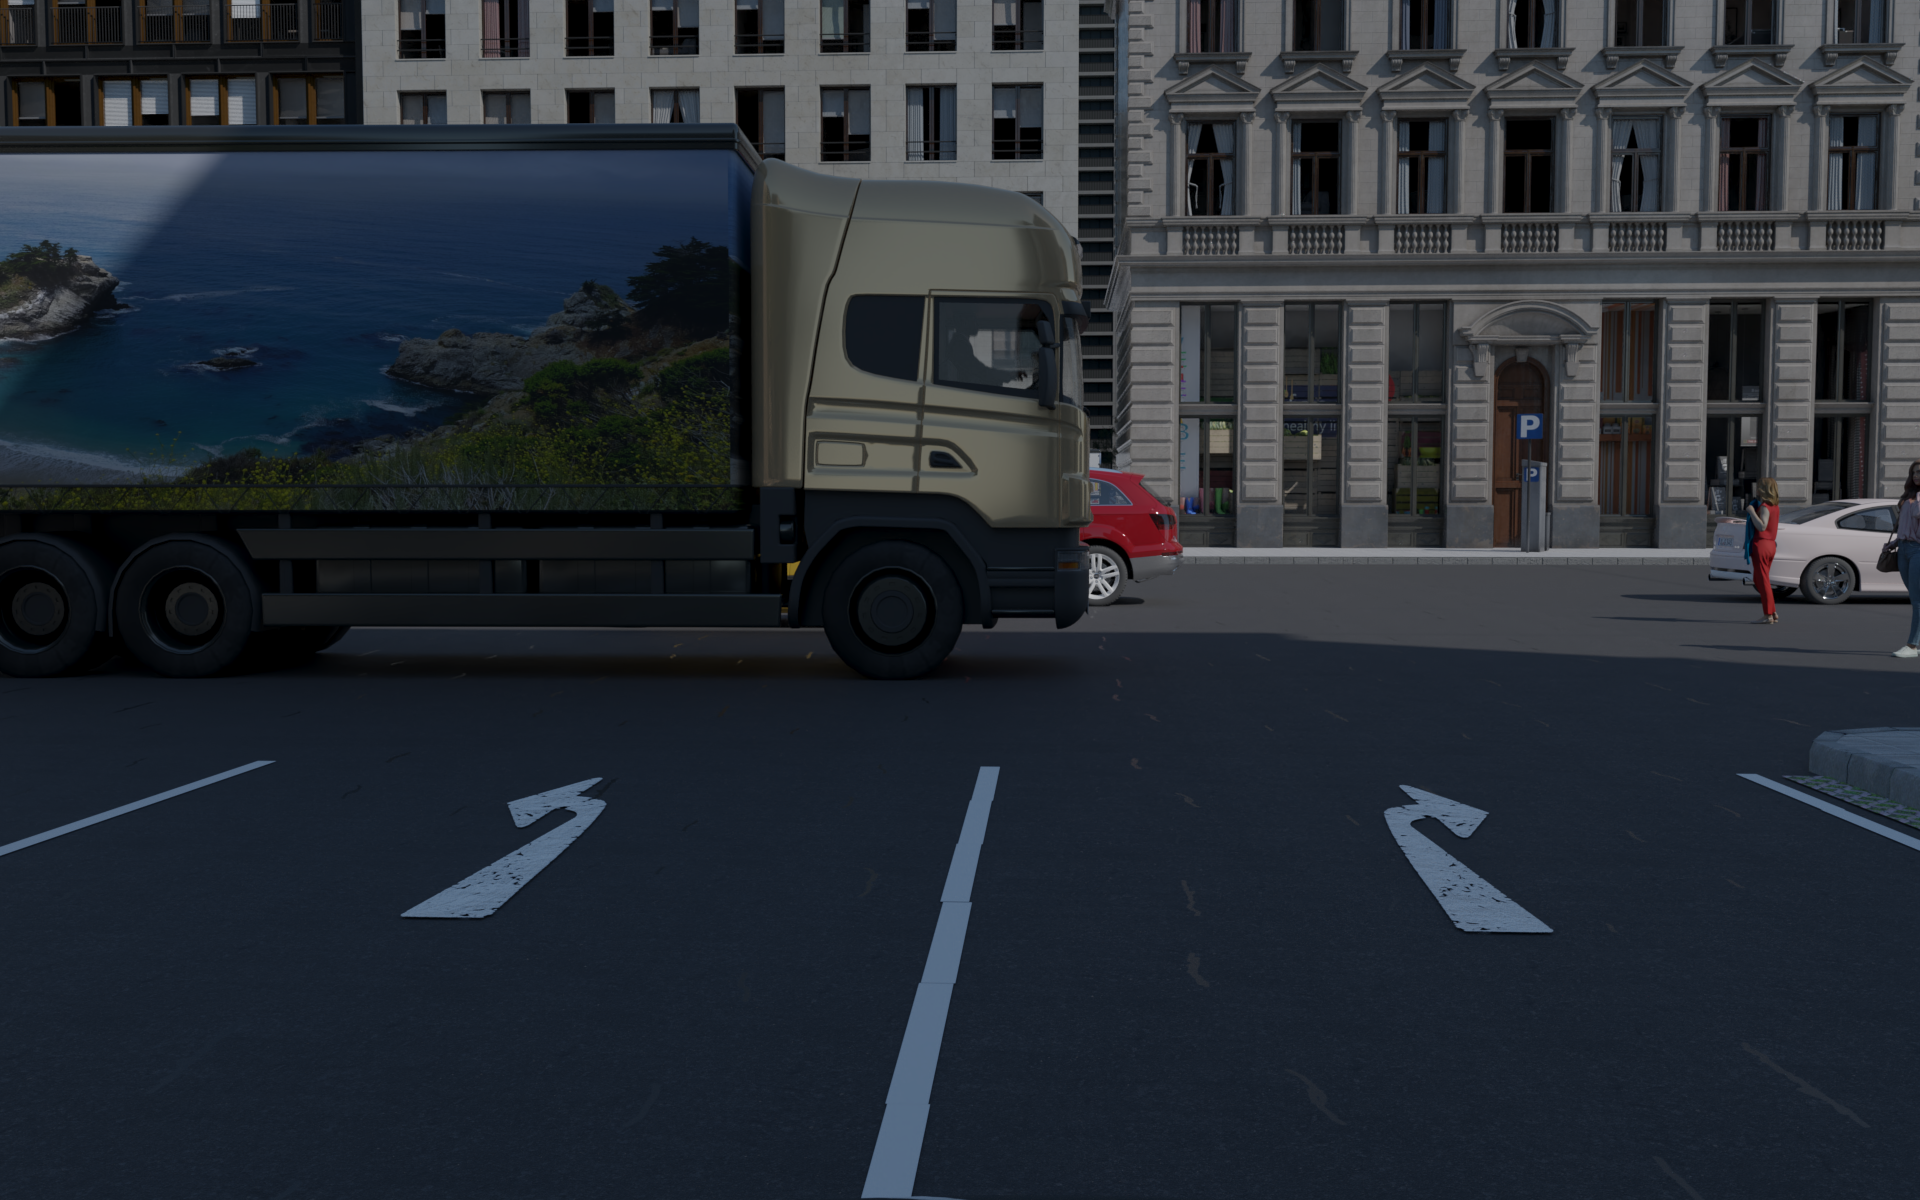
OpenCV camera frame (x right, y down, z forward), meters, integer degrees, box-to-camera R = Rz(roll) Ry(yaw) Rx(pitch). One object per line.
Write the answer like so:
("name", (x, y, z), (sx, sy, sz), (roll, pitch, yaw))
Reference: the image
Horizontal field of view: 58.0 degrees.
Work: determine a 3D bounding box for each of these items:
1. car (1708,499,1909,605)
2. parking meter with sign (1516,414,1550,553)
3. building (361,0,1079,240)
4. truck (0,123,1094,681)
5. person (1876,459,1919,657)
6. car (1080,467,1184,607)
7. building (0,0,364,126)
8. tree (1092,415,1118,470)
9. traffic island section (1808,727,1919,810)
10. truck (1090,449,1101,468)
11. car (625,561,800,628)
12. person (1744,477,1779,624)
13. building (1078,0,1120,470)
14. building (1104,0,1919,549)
("car", (12.622, -0.662, 23.182), (4.827, 1.381, 2.083), (0, 4, 3))
("parking meter with sign", (12.760, -2.578, 38.419), (0.543, 3.016, 1.738), (2, 4, 27))
("building", (-5.366, -11.667, 45.515), (16.860, 20.320, 10.420), (0, 4, 3))
("truck", (-3.902, -1.558, 14.381), (11.283, 4.237, 2.839), (0, 4, 1))
("person", (8.497, -0.380, 15.303), (0.643, 1.750, 0.593), (0, 4, -8))
("car", (0.306, -0.881, 23.082), (5.304, 1.827, 2.281), (0, 4, 4))
("building", (-21.658, -13.329, 47.610), (15.834, 23.373, 12.332), (0, 4, 3))
("tree", (16.425, -14.238, 167.197), (8.767, 10.594, 7.601), (1, 4, 15))
("traffic island section", (5.337, 0.871, 8.037), (2.009, 0.180, 2.903), (0, 4, 3))
("truck", (7.955, -7.653, 114.047), (2.839, 4.237, 11.283), (0, 4, 4))
("car", (-2.259, -0.549, 19.207), (3.980, 1.641, 2.015), (0, 4, 5))
("person", (8.857, -0.547, 19.142), (0.593, 1.614, 0.444), (-2, 4, -25))
("building", (14.375, -47.124, 208.723), (20.611, 71.187, 20.563), (0, 4, 3))
("building", (13.482, -13.203, 44.749), (19.941, 23.489, 11.050), (0, 4, 3))
